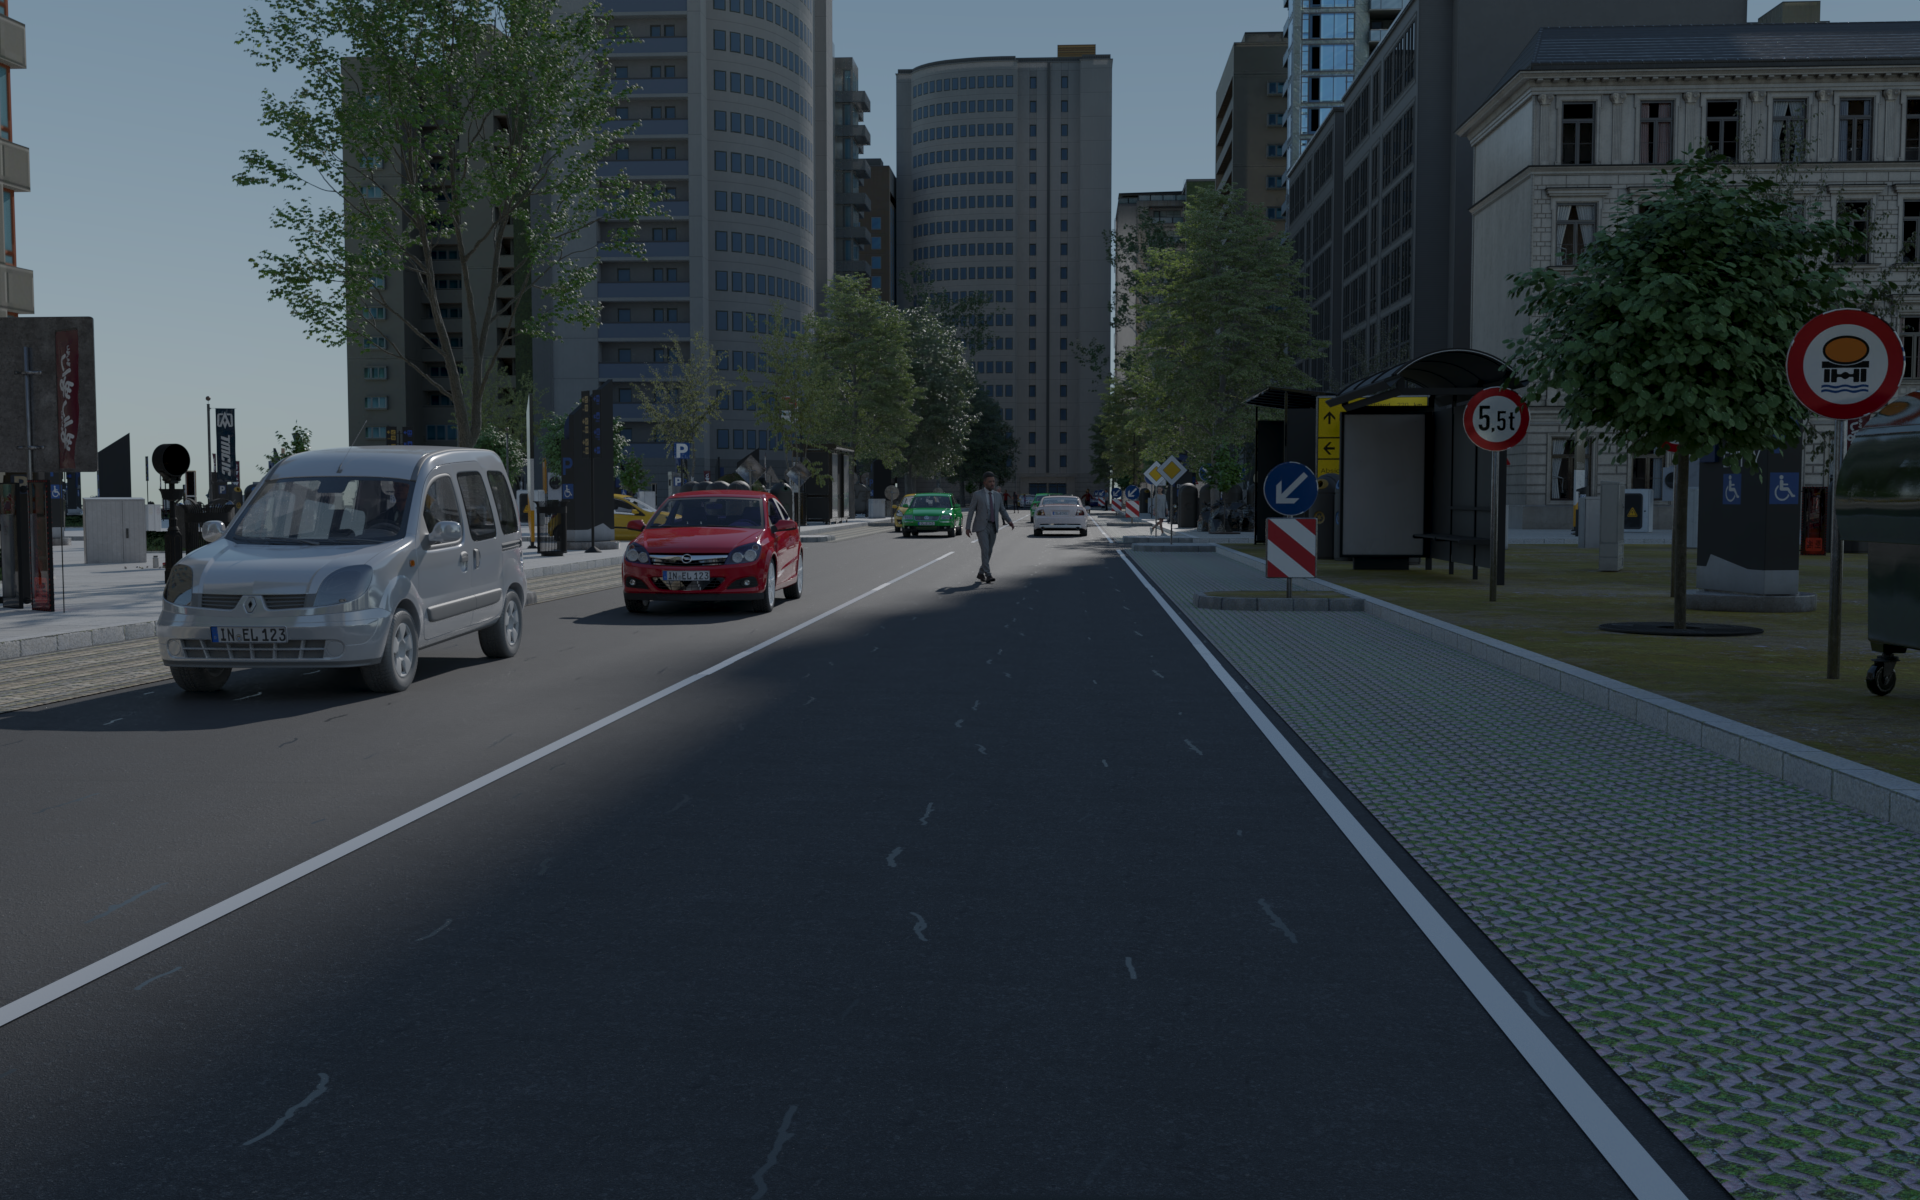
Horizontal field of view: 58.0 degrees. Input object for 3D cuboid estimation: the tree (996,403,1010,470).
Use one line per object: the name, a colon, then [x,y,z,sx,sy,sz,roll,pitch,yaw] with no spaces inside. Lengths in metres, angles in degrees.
tree: [0.285,-15.898,166.581,9.857,13.997,8.962,0,3,0]

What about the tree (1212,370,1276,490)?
tree: [16.559,-9.140,99.795,4.360,8.622,3.978,0,3,0]

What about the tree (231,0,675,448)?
tree: [-8.938,-6.451,31.233,9.928,11.665,9.643,0,3,0]

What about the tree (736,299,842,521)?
tree: [-6.321,-7.010,64.968,4.737,8.622,4.395,0,3,0]

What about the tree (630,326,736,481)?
tree: [-11.929,-7.646,75.378,4.360,8.622,3.978,0,3,0]

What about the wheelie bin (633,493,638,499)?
wheelie bin: [-19.228,-5.703,101.155,0.693,1.594,0.980,2,4,33]

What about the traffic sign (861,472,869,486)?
traffic sign: [-5.396,-6.166,100.927,0.768,2.556,0.104,0,4,8]

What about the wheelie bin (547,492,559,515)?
wheelie bin: [-24.665,-5.931,104.880,0.980,1.594,0.693,2,4,28]

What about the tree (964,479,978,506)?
tree: [1.241,-11.917,189.440,1.663,3.219,1.824,0,3,0]

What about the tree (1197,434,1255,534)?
tree: [8.395,-3.739,55.727,1.663,3.219,1.824,0,3,0]

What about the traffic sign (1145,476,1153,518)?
traffic sign: [10.265,-5.664,92.708,0.768,2.556,0.104,1,4,13]

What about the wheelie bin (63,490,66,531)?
wheelie bin: [-31.620,-3.218,60.520,0.693,1.594,0.980,-3,4,-37]

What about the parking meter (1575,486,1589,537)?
parking meter: [18.790,-2.684,52.301,0.372,1.533,0.369,0,3,0]

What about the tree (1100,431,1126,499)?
tree: [17.958,-14.917,194.254,4.360,8.622,3.978,0,3,0]

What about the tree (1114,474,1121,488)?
tree: [16.761,-11.445,170.836,4.285,4.588,4.351,0,3,0]

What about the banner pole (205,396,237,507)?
banner pole: [-18.954,-3.323,44.345,0.863,3.779,0.401,-1,4,-16]

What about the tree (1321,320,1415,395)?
tree: [17.184,-7.467,72.454,4.360,8.622,3.978,0,3,0]

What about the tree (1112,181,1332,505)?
tree: [9.799,-8.886,63.414,7.486,12.596,7.792,0,3,0]

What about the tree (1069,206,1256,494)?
tree: [13.504,-15.694,112.482,12.611,20.169,13.585,0,3,0]

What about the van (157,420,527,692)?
van: [-4.790,-0.419,13.865,2.013,2.044,4.112,0,4,2]

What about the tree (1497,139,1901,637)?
tree: [6.833,-1.980,16.082,4.285,4.588,4.351,0,3,0]

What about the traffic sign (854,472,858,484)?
traffic sign: [-6.170,-5.998,98.171,0.768,2.556,0.104,1,4,12]

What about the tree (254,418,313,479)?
tree: [-16.918,-3.049,44.449,1.663,3.219,1.824,0,3,0]

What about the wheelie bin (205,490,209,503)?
wheelie bin: [-42.953,-5.618,99.765,0.980,1.594,0.693,0,4,-2]

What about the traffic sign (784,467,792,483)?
traffic sign: [-7.803,-4.922,80.588,0.768,2.556,0.104,0,4,4]

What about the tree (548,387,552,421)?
tree: [-26.082,-9.263,101.817,4.737,8.622,4.395,0,3,0]

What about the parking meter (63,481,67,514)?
parking meter: [-40.415,-4.421,77.987,0.255,1.863,0.399,0,4,-8]

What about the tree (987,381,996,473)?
tree: [-3.488,-13.271,123.635,9.857,13.997,8.962,0,3,0]

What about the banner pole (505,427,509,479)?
banner pole: [-16.957,-4.580,64.901,0.401,3.779,0.863,-1,4,-12]

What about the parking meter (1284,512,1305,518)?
parking meter: [6.811,-1.813,35.348,0.399,1.863,0.255,-1,4,-13]

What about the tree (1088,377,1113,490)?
tree: [14.074,-13.312,135.773,7.486,12.596,7.792,0,3,0]

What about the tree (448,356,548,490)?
tree: [-25.531,-8.721,92.948,4.737,8.622,4.395,0,3,0]

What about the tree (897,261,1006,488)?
tree: [-3.154,-17.601,143.670,12.611,20.169,13.585,0,3,0]

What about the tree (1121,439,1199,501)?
tree: [12.090,-7.076,99.405,4.285,4.588,4.351,0,3,0]

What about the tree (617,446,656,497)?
tree: [-13.203,-4.641,70.484,1.663,3.219,1.824,0,3,0]

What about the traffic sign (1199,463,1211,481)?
traffic sign: [10.330,-4.406,72.146,0.768,2.556,0.104,0,4,7]

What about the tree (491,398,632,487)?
tree: [-12.891,-4.635,59.490,4.285,4.588,4.351,0,3,0]

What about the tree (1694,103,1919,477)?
tree: [15.750,-5.051,32.951,4.360,8.622,3.978,0,3,0]

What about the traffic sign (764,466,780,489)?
traffic sign: [-8.688,-4.857,79.417,0.884,2.594,0.081,1,4,13]

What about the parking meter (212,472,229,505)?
parking meter: [-19.524,-2.445,45.692,0.255,1.863,0.399,2,4,28]

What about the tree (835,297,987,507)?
tree: [-3.437,-12.531,111.542,9.857,13.997,8.962,0,3,0]

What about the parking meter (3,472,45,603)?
parking meter: [-11.049,-0.903,20.470,0.399,1.863,0.255,0,4,-8]

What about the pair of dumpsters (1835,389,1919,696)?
pair of dumpsters: [6.261,-0.393,8.912,1.574,2.255,4.437,0,4,4]

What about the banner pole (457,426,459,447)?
banner pole: [-13.145,-3.410,45.775,0.401,3.779,0.863,-2,4,-35]

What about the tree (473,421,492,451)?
tree: [-21.034,-5.770,78.060,4.285,4.588,4.351,0,3,0]

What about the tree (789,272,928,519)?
tree: [-5.262,-10.459,89.139,7.486,12.596,7.792,0,3,0]

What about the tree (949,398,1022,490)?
tree: [2.463,-17.336,200.446,9.611,12.733,9.660,0,3,0]
